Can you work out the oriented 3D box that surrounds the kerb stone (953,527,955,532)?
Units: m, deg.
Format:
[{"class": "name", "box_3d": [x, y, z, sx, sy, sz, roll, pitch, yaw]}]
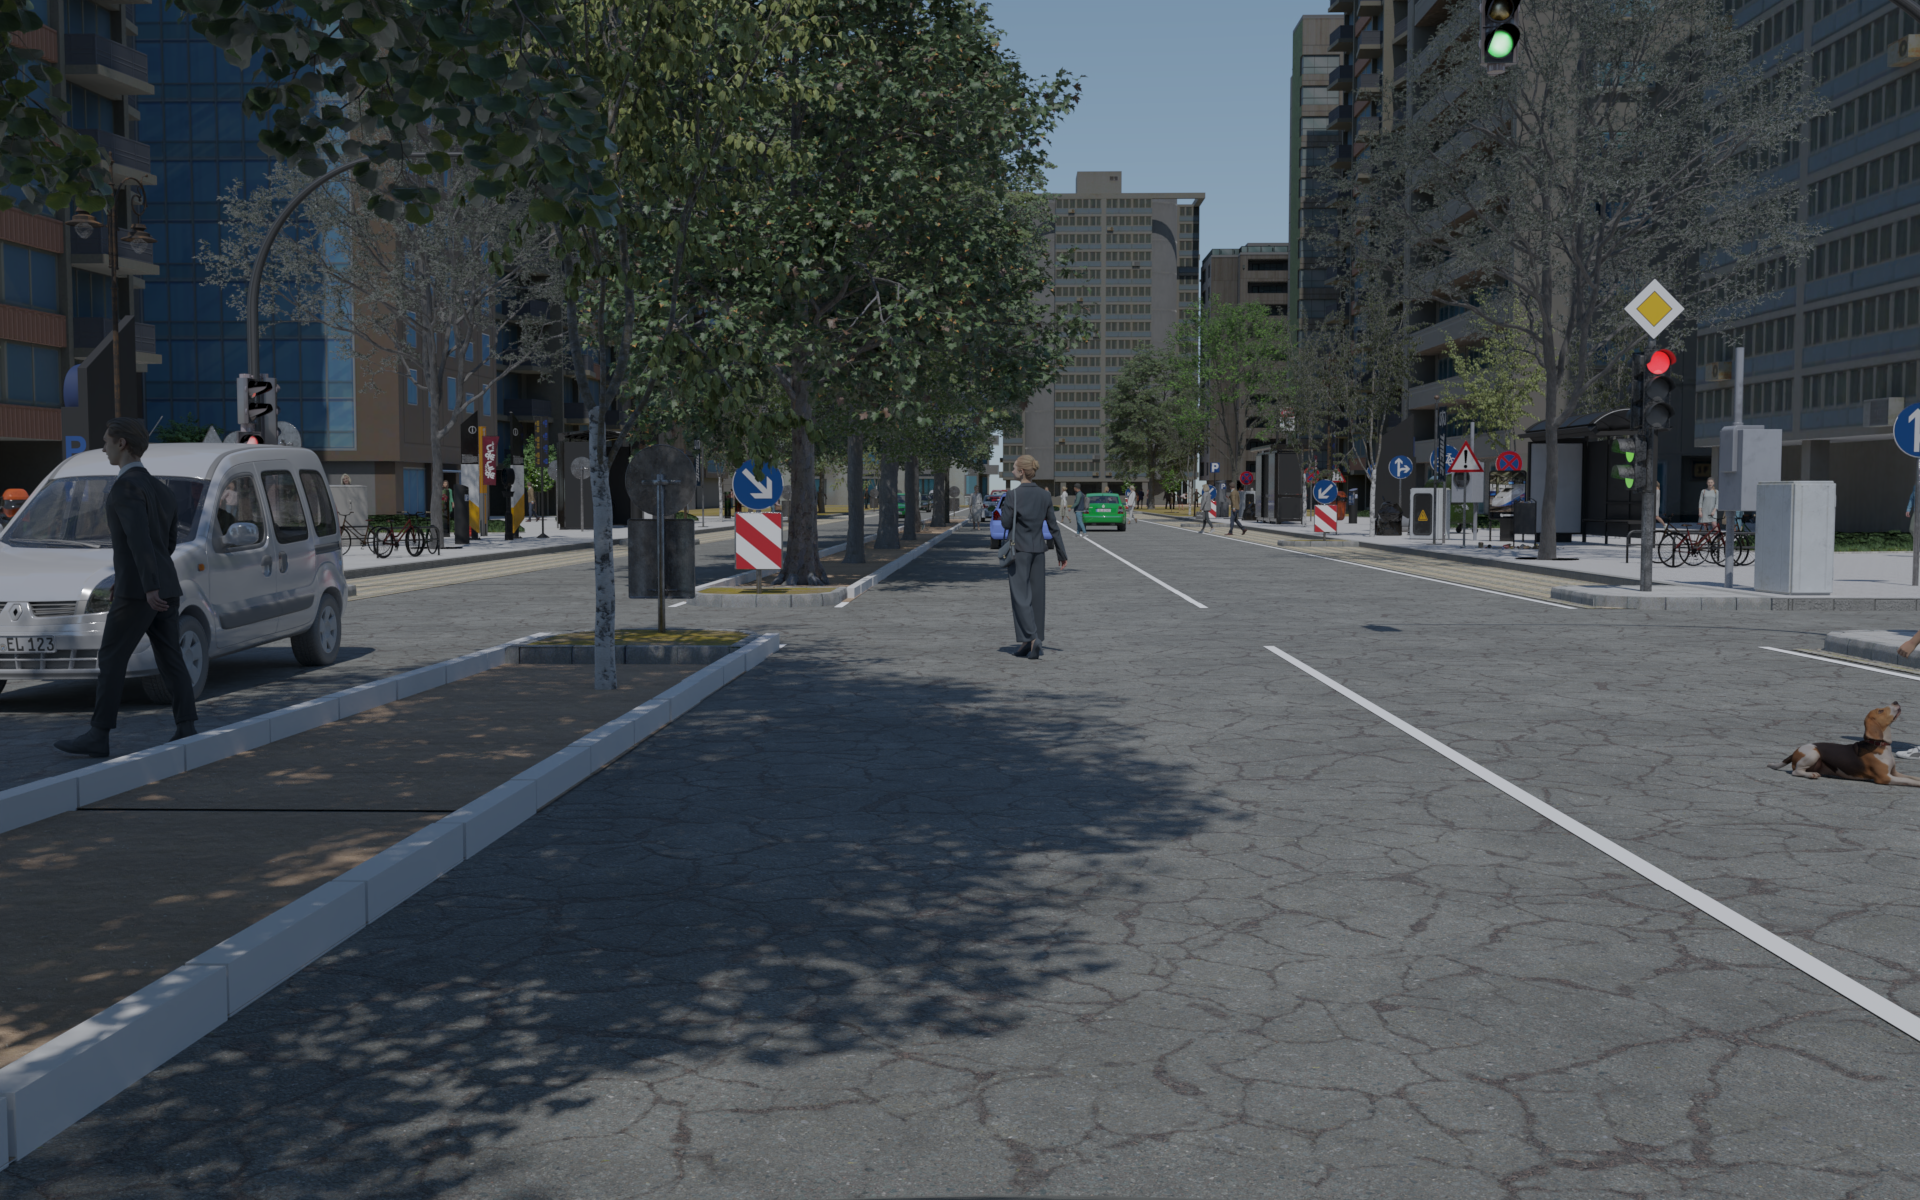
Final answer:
[{"class": "kerb stone", "box_3d": [-0.336, -2.503, 63.160, 0.120, 0.150, 1.000, 0, 4, 2]}]

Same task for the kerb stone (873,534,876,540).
[{"class": "kerb stone", "box_3d": [-2.744, -1.880, 52.932, 0.120, 0.150, 1.000, 0, 4, 2]}]

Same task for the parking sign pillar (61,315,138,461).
[{"class": "parking sign pillar", "box_3d": [-12.692, -2.270, 25.593, 1.447, 3.967, 1.447, 0, 4, 5]}]

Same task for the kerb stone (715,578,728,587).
[{"class": "kerb stone", "box_3d": [-3.559, -0.186, 25.263, 0.120, 0.150, 1.000, 0, 4, 2]}]

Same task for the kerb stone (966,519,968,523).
[{"class": "kerb stone", "box_3d": [0.179, -3.570, 80.587, 0.120, 0.150, 1.000, 0, 4, 2]}]

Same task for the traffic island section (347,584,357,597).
[{"class": "traffic island section", "box_3d": [-9.474, -0.067, 23.372, 2.009, 0.180, 2.903, 0, 4, 2]}]

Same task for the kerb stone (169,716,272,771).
[{"class": "kerb stone", "box_3d": [-4.018, 0.785, 9.396, 0.120, 0.150, 1.000, 0, 4, 2]}]

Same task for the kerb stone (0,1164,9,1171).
[{"class": "kerb stone", "box_3d": [-2.103, 1.162, 3.191, 0.120, 0.150, 1.000, 0, 4, 2]}]

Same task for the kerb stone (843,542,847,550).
[{"class": "kerb stone", "box_3d": [-3.008, -1.312, 43.708, 0.120, 0.150, 1.000, 0, 4, 2]}]

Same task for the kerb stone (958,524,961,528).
[{"class": "kerb stone", "box_3d": [-0.149, -2.881, 69.300, 0.120, 0.150, 1.000, 0, 4, 2]}]

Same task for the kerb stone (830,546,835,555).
[{"class": "kerb stone", "box_3d": [-3.103, -1.128, 40.643, 0.120, 0.150, 1.000, 0, 4, 2]}]

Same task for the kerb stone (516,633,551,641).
[{"class": "kerb stone", "box_3d": [-3.851, 0.409, 15.555, 0.120, 0.150, 1.000, 0, 4, 2]}]

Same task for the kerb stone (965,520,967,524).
[{"class": "kerb stone", "box_3d": [0.109, -3.446, 78.540, 0.120, 0.150, 1.000, 0, 4, 2]}]

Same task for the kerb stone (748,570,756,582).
[{"class": "kerb stone", "box_3d": [-3.462, -0.376, 28.341, 0.120, 0.150, 1.000, 0, 4, 2]}]

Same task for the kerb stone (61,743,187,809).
[{"class": "kerb stone", "box_3d": [-4.049, 0.849, 8.375, 0.120, 0.150, 1.000, 0, 4, 2]}]

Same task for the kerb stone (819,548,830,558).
[{"class": "kerb stone", "box_3d": [-3.138, -1.056, 39.613, 0.120, 0.150, 1.000, 0, 4, 2]}]

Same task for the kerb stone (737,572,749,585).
[{"class": "kerb stone", "box_3d": [-3.501, -0.313, 27.317, 0.120, 0.150, 1.000, 0, 4, 2]}]

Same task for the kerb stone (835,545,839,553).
[{"class": "kerb stone", "box_3d": [-3.075, -1.186, 41.665, 0.120, 0.150, 1.000, 0, 4, 2]}]

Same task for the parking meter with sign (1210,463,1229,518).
[{"class": "parking meter with sign", "box_3d": [14.335, -6.059, 95.328, 0.543, 3.016, 1.738, -1, 4, -15]}]

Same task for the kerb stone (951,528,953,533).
[{"class": "kerb stone", "box_3d": [-0.396, -2.380, 61.111, 0.120, 0.150, 1.000, 0, 4, 2]}]

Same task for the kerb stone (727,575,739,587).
[{"class": "kerb stone", "box_3d": [-3.532, -0.248, 26.291, 0.120, 0.150, 1.000, 0, 4, 2]}]

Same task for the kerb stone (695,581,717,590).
[{"class": "kerb stone", "box_3d": [-3.586, -0.125, 24.238, 0.120, 0.150, 1.000, 0, 4, 2]}]

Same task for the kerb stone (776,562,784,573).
[{"class": "kerb stone", "box_3d": [-3.372, -0.561, 31.412, 0.120, 0.150, 1.000, 0, 4, 2]}]

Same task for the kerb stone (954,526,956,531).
[{"class": "kerb stone", "box_3d": [-0.301, -2.568, 64.184, 0.120, 0.150, 1.000, 0, 4, 2]}]

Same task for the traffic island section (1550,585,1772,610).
[{"class": "traffic island section", "box_3d": [9.059, -0.033, 22.823, 2.009, 0.180, 2.903, 0, 4, 2]}]

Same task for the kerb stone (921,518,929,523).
[{"class": "kerb stone", "box_3d": [-1.743, -3.950, 86.782, 0.120, 0.150, 1.000, 0, 4, 2]}]

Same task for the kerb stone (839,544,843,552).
[{"class": "kerb stone", "box_3d": [-3.043, -1.253, 42.686, 0.120, 0.150, 1.000, 0, 4, 2]}]

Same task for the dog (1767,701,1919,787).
[{"class": "dog", "box_3d": [4.501, 0.699, 8.766, 0.550, 0.427, 0.748, 0, 4, -5]}]

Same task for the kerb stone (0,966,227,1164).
[{"class": "kerb stone", "box_3d": [-2.069, 1.100, 4.215, 0.120, 0.150, 1.000, 0, 4, 2]}]

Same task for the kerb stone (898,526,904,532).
[{"class": "kerb stone", "box_3d": [-2.291, -2.821, 68.320, 0.120, 0.150, 1.000, 0, 4, 2]}]

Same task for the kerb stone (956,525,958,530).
[{"class": "kerb stone", "box_3d": [-0.247, -2.691, 66.233, 0.120, 0.150, 1.000, 0, 4, 2]}]

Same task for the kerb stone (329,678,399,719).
[{"class": "kerb stone", "box_3d": [-3.964, 0.657, 11.447, 0.120, 0.150, 1.000, 0, 4, 2]}]

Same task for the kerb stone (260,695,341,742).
[{"class": "kerb stone", "box_3d": [-3.992, 0.723, 10.418, 0.120, 0.150, 1.000, 0, 4, 2]}]

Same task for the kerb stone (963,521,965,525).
[{"class": "kerb stone", "box_3d": [0.020, -3.259, 75.472, 0.120, 0.150, 1.000, 0, 4, 2]}]

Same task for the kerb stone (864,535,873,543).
[{"class": "kerb stone", "box_3d": [-2.771, -1.812, 51.901, 0.120, 0.150, 1.000, 0, 4, 2]}]

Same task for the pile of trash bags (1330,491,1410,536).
[{"class": "pile of trash bags", "box_3d": [13.173, -2.700, 53.890, 3.447, 1.369, 1.912, 1, 4, 21]}]

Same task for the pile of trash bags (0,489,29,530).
[{"class": "pile of trash bags", "box_3d": [-15.301, -1.144, 28.463, 1.912, 1.369, 3.447, -3, 4, -37]}]

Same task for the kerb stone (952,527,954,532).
[{"class": "kerb stone", "box_3d": [-0.371, -2.443, 62.133, 0.120, 0.150, 1.000, 0, 4, 2]}]

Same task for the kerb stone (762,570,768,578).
[{"class": "kerb stone", "box_3d": [-3.430, -0.438, 29.363, 0.120, 0.150, 1.000, 0, 4, 2]}]

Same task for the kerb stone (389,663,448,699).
[{"class": "kerb stone", "box_3d": [-3.930, 0.596, 12.477, 0.120, 0.150, 1.000, 0, 4, 2]}]

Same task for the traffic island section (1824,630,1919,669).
[{"class": "traffic island section", "box_3d": [8.824, 0.455, 14.841, 2.009, 0.180, 2.903, 0, 4, 2]}]

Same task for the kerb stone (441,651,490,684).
[{"class": "kerb stone", "box_3d": [-3.895, 0.535, 13.499, 0.120, 0.150, 1.000, 0, 4, 2]}]

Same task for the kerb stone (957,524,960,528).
[{"class": "kerb stone", "box_3d": [-0.191, -2.812, 68.279, 0.120, 0.150, 1.000, 0, 4, 2]}]

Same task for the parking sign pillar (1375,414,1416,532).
[{"class": "parking sign pillar", "box_3d": [14.816, -4.309, 58.928, 1.447, 3.967, 1.447, 2, 4, 35]}]

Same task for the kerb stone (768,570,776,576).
[{"class": "kerb stone", "box_3d": [-3.401, -0.499, 30.388, 0.120, 0.150, 1.000, 0, 4, 2]}]

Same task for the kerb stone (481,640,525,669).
[{"class": "kerb stone", "box_3d": [-3.873, 0.473, 14.531, 0.120, 0.150, 1.000, 0, 4, 2]}]

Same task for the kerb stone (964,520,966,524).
[{"class": "kerb stone", "box_3d": [0.085, -3.384, 77.518, 0.120, 0.150, 1.000, 0, 4, 2]}]

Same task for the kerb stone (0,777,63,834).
[{"class": "kerb stone", "box_3d": [-4.079, 0.908, 7.353, 0.120, 0.150, 1.000, 0, 4, 2]}]

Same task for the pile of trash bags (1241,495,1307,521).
[{"class": "pile of trash bags", "box_3d": [15.350, -4.508, 83.453, 3.447, 1.369, 1.912, -2, 4, -31]}]
